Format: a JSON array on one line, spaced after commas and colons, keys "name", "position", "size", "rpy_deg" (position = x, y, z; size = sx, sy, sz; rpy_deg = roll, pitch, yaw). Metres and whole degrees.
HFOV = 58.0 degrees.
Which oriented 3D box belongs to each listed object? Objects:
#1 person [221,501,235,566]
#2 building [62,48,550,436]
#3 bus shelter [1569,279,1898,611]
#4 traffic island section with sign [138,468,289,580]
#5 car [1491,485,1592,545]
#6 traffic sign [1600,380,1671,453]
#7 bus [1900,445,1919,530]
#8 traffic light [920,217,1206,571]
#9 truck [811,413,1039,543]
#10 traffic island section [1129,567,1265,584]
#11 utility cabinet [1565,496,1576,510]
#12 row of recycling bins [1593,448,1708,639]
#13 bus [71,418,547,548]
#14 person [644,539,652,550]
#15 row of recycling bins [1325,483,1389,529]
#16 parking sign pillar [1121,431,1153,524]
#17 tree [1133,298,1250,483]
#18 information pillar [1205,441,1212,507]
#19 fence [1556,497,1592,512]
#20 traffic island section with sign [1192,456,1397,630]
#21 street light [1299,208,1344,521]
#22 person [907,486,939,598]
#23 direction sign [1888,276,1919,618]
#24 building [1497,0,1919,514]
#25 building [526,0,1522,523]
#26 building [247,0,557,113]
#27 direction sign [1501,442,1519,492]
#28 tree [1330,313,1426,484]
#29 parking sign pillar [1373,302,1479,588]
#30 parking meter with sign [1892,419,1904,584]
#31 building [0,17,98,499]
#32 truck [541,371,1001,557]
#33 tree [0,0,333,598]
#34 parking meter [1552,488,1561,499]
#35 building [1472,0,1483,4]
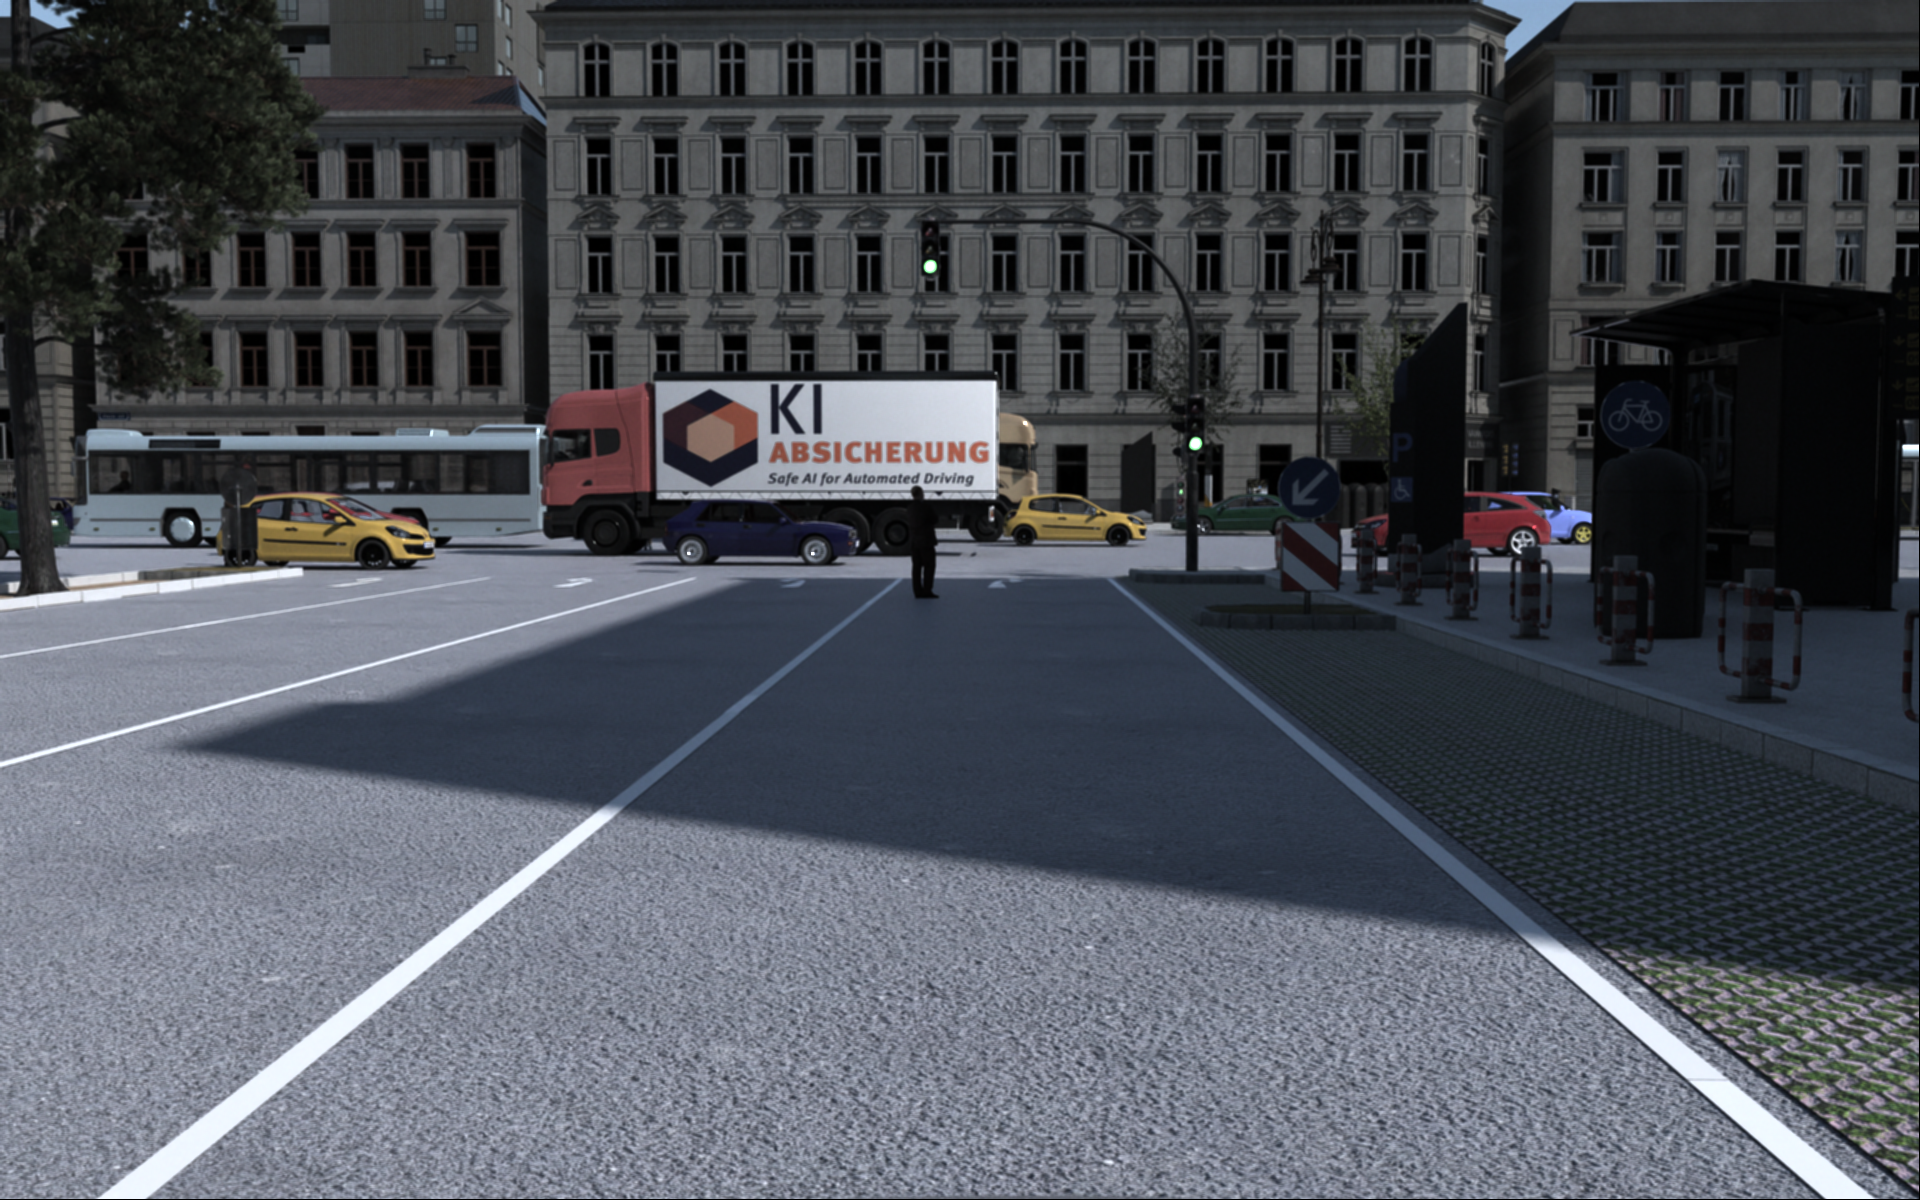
[{"name": "person", "position": [-14.589, -1.356, 34.588], "size": [0.435, 1.345, 0.340], "rpy_deg": [3, 5, 39]}, {"name": "building", "position": [-29.450, -15.121, 83.379], "size": [21.152, 22.565, 11.583], "rpy_deg": [0, 4, 2]}, {"name": "bus shelter", "position": [9.580, -1.881, 22.038], "size": [1.731, 3.624, 6.357], "rpy_deg": [0, 4, 1]}, {"name": "traffic island section with sign", "position": [-12.567, -1.309, 29.536], "size": [2.006, 1.907, 1.989], "rpy_deg": [0, 4, 2]}, {"name": "car", "position": [16.545, -2.455, 49.735], "size": [3.694, 1.707, 1.945], "rpy_deg": [0, 4, 2]}, {"name": "traffic sign", "position": [7.584, -1.188, 19.536], "size": [0.768, 2.556, 0.104], "rpy_deg": [0, 4, 5]}, {"name": "bus", "position": [29.483, -3.674, 54.930], "size": [13.247, 3.499, 2.948], "rpy_deg": [0, 3, 0]}, {"name": "traffic light", "position": [1.740, -3.302, 28.651], "size": [4.771, 5.953, 1.251], "rpy_deg": [0, 4, 2]}, {"name": "truck", "position": [-2.640, -3.855, 51.940], "size": [11.283, 4.237, 2.839], "rpy_deg": [0, 4, 0]}, {"name": "traffic island section", "position": [3.873, -0.402, 28.848], "size": [2.009, 0.180, 2.903], "rpy_deg": [0, 4, 2]}, {"name": "utility cabinet", "position": [24.382, -3.549, 69.188], "size": [0.306, 1.237, 1.020], "rpy_deg": [2, 4, 27]}, {"name": "row of recycling bins", "position": [6.746, -0.598, 16.883], "size": [1.069, 1.692, 3.534], "rpy_deg": [2, 4, 24]}, {"name": "bus", "position": [-17.671, -3.173, 46.742], "size": [13.247, 3.499, 2.948], "rpy_deg": [0, 4, 0]}, {"name": "person", "position": [-7.996, -1.941, 44.507], "size": [0.475, 1.303, 0.640], "rpy_deg": [-1, 4, -10]}, {"name": "row of recycling bins", "position": [15.037, -3.521, 64.686], "size": [3.534, 1.692, 1.069], "rpy_deg": [-3, 4, -37]}, {"name": "parking sign pillar", "position": [7.553, -5.235, 74.064], "size": [1.447, 3.967, 1.447], "rpy_deg": [0, 4, 2]}, {"name": "tree", "position": [8.724, -7.064, 65.855], "size": [4.360, 8.622, 3.978], "rpy_deg": [0, 3, 0]}, {"name": "information pillar", "position": [10.916, -5.180, 76.043], "size": [0.183, 3.616, 0.504], "rpy_deg": [-2, 4, -24]}, {"name": "fence", "position": [22.235, -3.130, 62.377], "size": [2.264, 1.192, 0.480], "rpy_deg": [1, 4, 18]}, {"name": "traffic island section with sign", "position": [3.611, -0.640, 19.096], "size": [1.989, 1.847, 2.006], "rpy_deg": [0, 4, 2]}, {"name": "street light", "position": [5.882, -3.396, 28.315], "size": [0.468, 5.910, 1.993], "rpy_deg": [0, 4, 2]}, {"name": "person", "position": [-0.526, -0.804, 23.908], "size": [0.482, 1.546, 0.388], "rpy_deg": [3, 5, 45]}, {"name": "direction sign", "position": [10.102, -1.588, 17.954], "size": [0.876, 3.537, 0.379], "rpy_deg": [2, 4, 28]}, {"name": "building", "position": [40.296, -15.258, 82.751], "size": [30.059, 22.955, 16.112], "rpy_deg": [0, 4, 2]}, {"name": "building", "position": [3.238, -18.837, 84.396], "size": [44.131, 29.872, 17.030], "rpy_deg": [0, 4, 2]}, {"name": "building", "position": [-51.801, -34.945, 160.582], "size": [27.495, 52.752, 28.713], "rpy_deg": [0, 4, 2]}, {"name": "direction sign", "position": [24.025, -5.122, 75.733], "size": [0.876, 3.537, 0.379], "rpy_deg": [-1, 4, -22]}, {"name": "tree", "position": [17.127, -7.294, 69.615], "size": [4.737, 8.622, 4.395], "rpy_deg": [0, 3, 0]}, {"name": "parking sign pillar", "position": [6.517, -2.181, 24.132], "size": [1.447, 3.967, 1.447], "rpy_deg": [-3, 5, -43]}, {"name": "parking meter with sign", "position": [12.962, -1.737, 24.662], "size": [1.738, 3.016, 0.543], "rpy_deg": [-2, 4, -35]}, {"name": "building", "position": [-54.998, -15.445, 85.811], "size": [30.059, 22.955, 16.112], "rpy_deg": [0, 4, 2]}, {"name": "truck", "position": [-4.701, -3.172, 40.772], "size": [11.283, 4.237, 2.839], "rpy_deg": [0, 4, 2]}, {"name": "tree", "position": [-13.009, -6.975, 23.928], "size": [7.806, 13.903, 7.818], "rpy_deg": [0, 3, 0]}, {"name": "parking meter", "position": [25.051, -3.938, 72.795], "size": [0.372, 1.533, 0.369], "rpy_deg": [0, 3, 0]}, {"name": "building", "position": [34.302, -51.578, 155.978], "size": [22.319, 86.520, 31.000], "rpy_deg": [0, 4, 2]}]
